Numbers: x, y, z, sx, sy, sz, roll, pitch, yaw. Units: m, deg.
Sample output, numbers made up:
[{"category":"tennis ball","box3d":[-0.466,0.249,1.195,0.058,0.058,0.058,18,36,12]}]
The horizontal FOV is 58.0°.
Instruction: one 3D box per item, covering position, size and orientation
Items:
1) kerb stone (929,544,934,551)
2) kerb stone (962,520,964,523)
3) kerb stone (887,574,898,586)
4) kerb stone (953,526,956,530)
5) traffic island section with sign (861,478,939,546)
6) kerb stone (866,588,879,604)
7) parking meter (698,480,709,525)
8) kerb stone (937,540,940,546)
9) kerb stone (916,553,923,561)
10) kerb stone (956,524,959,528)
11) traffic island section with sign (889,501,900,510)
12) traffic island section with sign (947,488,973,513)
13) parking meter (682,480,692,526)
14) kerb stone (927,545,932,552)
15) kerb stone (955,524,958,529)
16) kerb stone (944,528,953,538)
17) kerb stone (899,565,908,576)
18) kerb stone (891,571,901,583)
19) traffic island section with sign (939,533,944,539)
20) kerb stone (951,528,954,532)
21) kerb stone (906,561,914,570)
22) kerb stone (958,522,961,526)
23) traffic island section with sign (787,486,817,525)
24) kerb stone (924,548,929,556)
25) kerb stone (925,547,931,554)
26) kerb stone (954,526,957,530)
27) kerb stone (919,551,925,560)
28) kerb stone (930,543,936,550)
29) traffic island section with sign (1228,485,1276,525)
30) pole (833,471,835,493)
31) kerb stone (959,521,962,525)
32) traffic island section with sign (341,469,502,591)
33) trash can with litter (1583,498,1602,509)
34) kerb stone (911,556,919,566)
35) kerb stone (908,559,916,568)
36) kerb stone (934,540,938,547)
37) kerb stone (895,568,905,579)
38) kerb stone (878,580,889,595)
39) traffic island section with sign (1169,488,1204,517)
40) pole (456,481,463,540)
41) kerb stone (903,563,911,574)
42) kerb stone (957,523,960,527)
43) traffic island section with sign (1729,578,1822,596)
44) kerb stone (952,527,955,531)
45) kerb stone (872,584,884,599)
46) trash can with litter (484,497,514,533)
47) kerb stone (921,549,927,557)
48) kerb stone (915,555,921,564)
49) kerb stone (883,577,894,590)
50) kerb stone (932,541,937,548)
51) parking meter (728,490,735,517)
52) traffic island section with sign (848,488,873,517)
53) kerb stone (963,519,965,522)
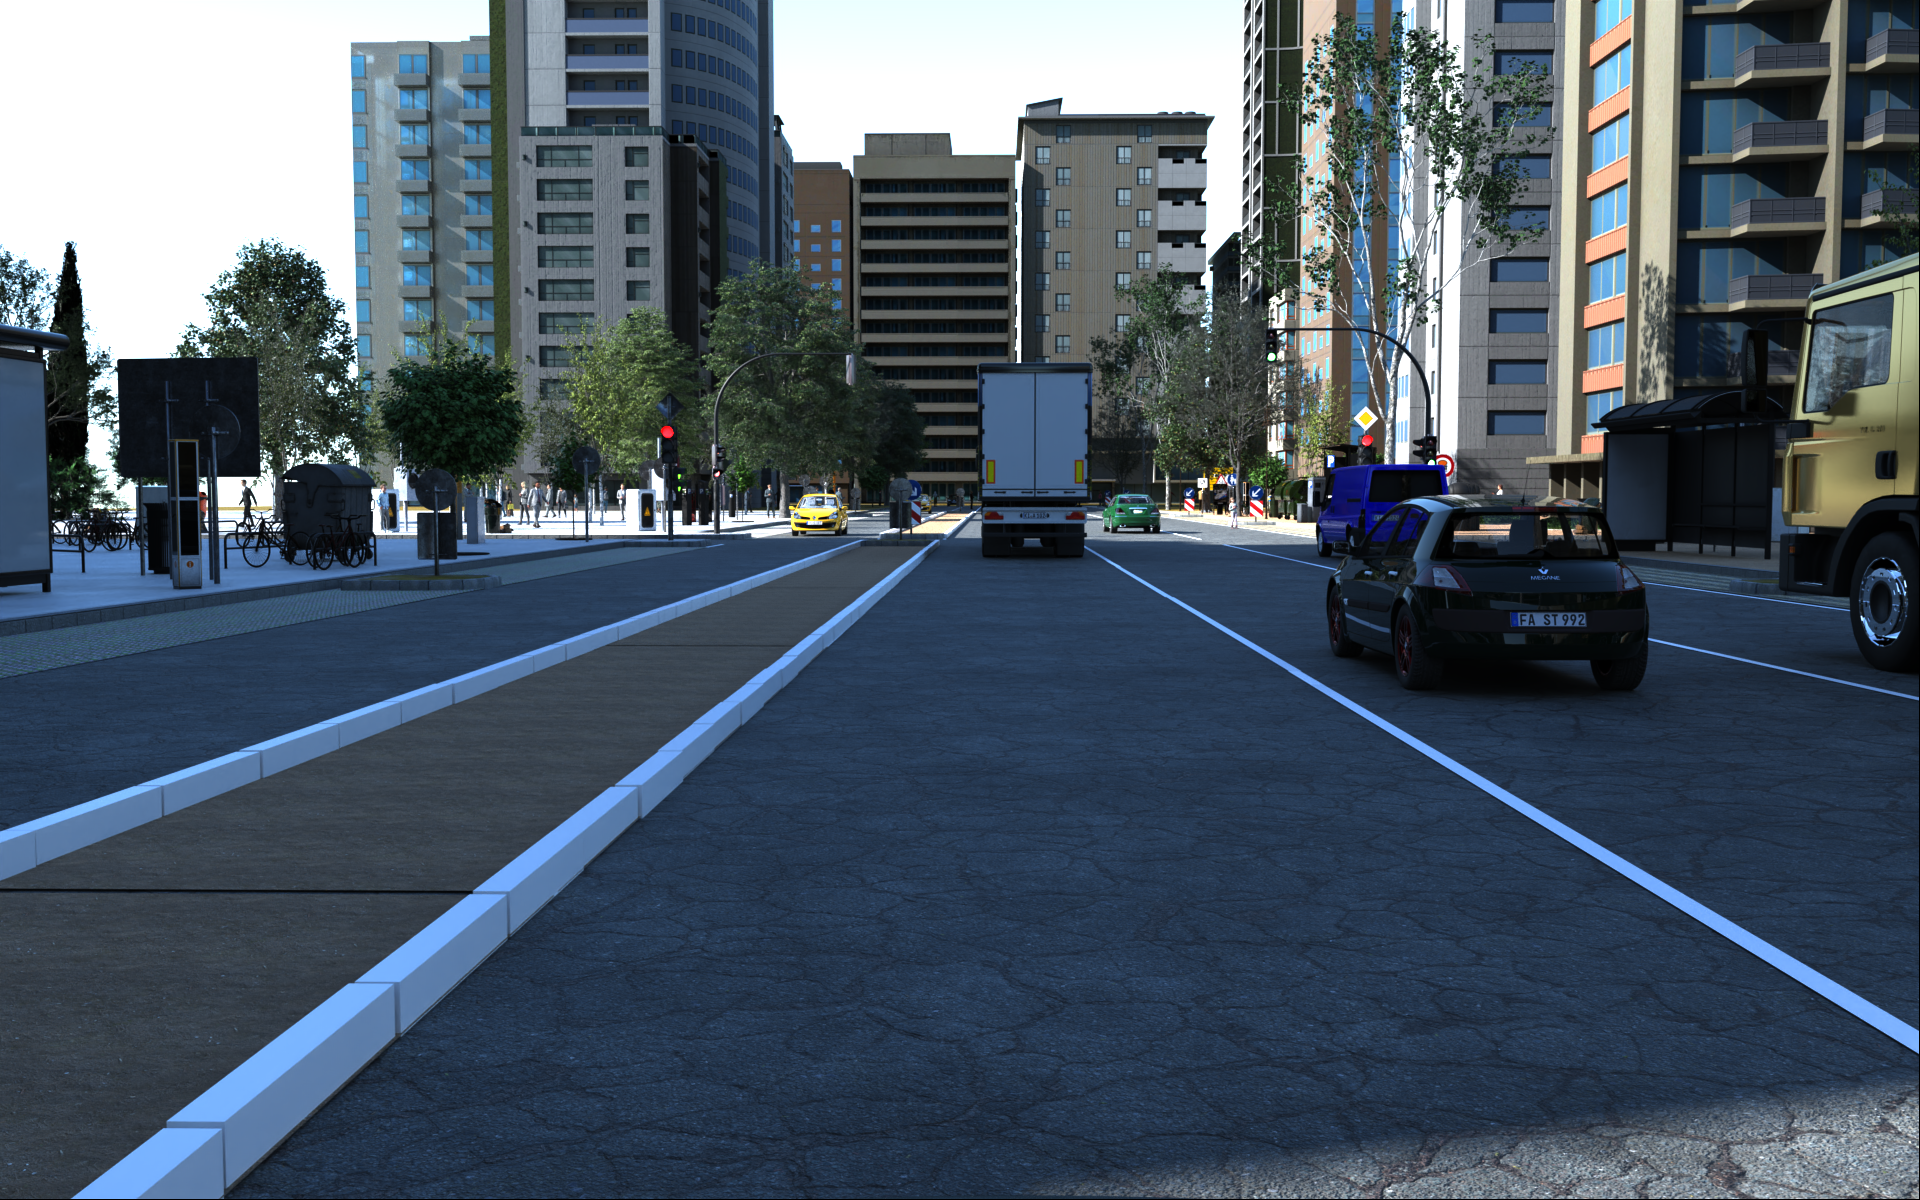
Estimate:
[{"category":"kerb stone","box3d":[-0.773,-1.205,41.956,0.120,0.150,1.000,0,4,1]},{"category":"kerb stone","box3d":[-0.005,-3.493,79.402,0.120,0.150,1.000,0,4,1]},{"category":"kerb stone","box3d":[-1.083,-0.268,26.575,0.120,0.150,1.000,0,4,1]},{"category":"kerb stone","box3d":[-0.319,-2.555,64.043,0.120,0.150,1.000,0,4,1]},{"category":"traffic island section with sign","box3d":[-1.686,-2.443,48.082,2.006,1.907,1.989,0,4,1]},{"category":"kerb stone","box3d":[-1.172,-0.017,22.473,0.120,0.150,1.000,0,4,1]},{"category":"parking meter","box3d":[-10.530,-4.002,71.151,0.399,1.863,0.255,2,4,29]},{"category":"kerb stone","box3d":[-0.686,-1.459,46.055,0.120,0.150,1.000,0,4,1]},{"category":"kerb stone","box3d":[-0.894,-0.832,35.807,0.120,0.150,1.000,0,4,1]},{"category":"kerb stone","box3d":[-0.226,-2.806,68.136,0.120,0.150,1.000,0,4,1]},{"category":"traffic island section with sign","box3d":[-5.443,-9.117,157.693,1.989,1.847,2.006,0,4,1]},{"category":"traffic island section with sign","box3d":[0.012,-7.491,130.610,2.006,1.907,1.989,0,4,1]},{"category":"parking meter","box3d":[-11.153,-3.974,70.690,0.255,1.863,0.399,2,4,28]},{"category":"kerb stone","box3d":[-0.797,-1.146,40.935,0.120,0.150,1.000,0,4,1]},{"category":"kerb stone","box3d":[-0.248,-2.746,67.109,0.120,0.150,1.000,0,4,1]},{"category":"kerb stone","box3d":[-0.410,-2.308,59.937,0.120,0.150,1.000,0,4,1]},{"category":"kerb stone","box3d":[-1.027,-0.456,29.648,0.120,0.150,1.000,0,4,1]},{"category":"kerb stone","box3d":[-1.060,-0.329,27.596,0.120,0.150,1.000,0,4,1]},{"category":"traffic island section with sign","box3d":[-1.524,-2.896,55.487,2.006,1.907,1.989,0,4,1]},{"category":"kerb stone","box3d":[-0.380,-2.371,60.968,0.120,0.150,1.000,0,4,1]},{"category":"kerb stone","box3d":[-0.975,-0.582,31.705,0.120,0.150,1.000,0,4,1]},{"category":"kerb stone","box3d":[-0.149,-3.060,72.232,0.120,0.150,1.000,0,4,1]},{"category":"traffic island section with sign","box3d":[-7.017,-4.436,81.162,1.989,1.847,2.006,0,4,1]},{"category":"kerb stone","box3d":[-0.838,-1.021,38.887,0.120,0.150,1.000,0,4,1]},{"category":"kerb stone","box3d":[-0.808,-1.083,39.909,0.120,0.150,1.000,0,4,1]},{"category":"kerb stone","box3d":[-0.297,-2.619,65.065,0.120,0.150,1.000,0,4,1]},{"category":"kerb stone","box3d":[-0.871,-0.895,36.834,0.120,0.150,1.000,0,4,1]},{"category":"kerb stone","box3d":[-0.740,-1.272,42.985,0.120,0.150,1.000,0,4,1]},{"category":"traffic island section with sign","box3d":[13.481,-4.373,80.123,1.989,1.847,2.006,0,4,1]},{"category":"pole","box3d":[-9.427,-8.325,129.954,0.158,3.312,0.155,0,3,0]},{"category":"kerb stone","box3d":[-0.104,-3.185,74.280,0.120,0.150,1.000,0,4,1]},{"category":"traffic island section with sign","box3d":[-8.142,-1.093,26.492,1.989,1.847,2.006,0,4,1]},{"category":"trash can with litter","box3d":[19.911,-2.661,54.894,1.055,1.170,0.624,-3,5,-43]},{"category":"kerb stone","box3d":[-0.936,-0.706,33.760,0.120,0.150,1.000,0,4,1]},{"category":"kerb stone","box3d":[-0.958,-0.641,32.728,0.120,0.150,1.000,0,4,1]},{"category":"kerb stone","box3d":[-0.706,-1.397,45.034,0.120,0.150,1.000,0,4,1]},{"category":"kerb stone","box3d":[-1.045,-0.393,28.618,0.120,0.150,1.000,0,4,1]},{"category":"kerb stone","box3d":[-1.128,-0.142,24.516,0.120,0.150,1.000,0,4,1]},{"category":"traffic island section with sign","box3d":[14.054,-6.055,107.632,1.989,1.847,2.006,0,4,1]},{"category":"pole","box3d":[-14.099,-3.350,48.617,0.158,3.312,0.155,0,3,0]},{"category":"kerb stone","box3d":[-1.002,-0.518,30.670,0.120,0.150,1.000,0,4,1]},{"category":"kerb stone","box3d":[-0.188,-2.935,70.186,0.120,0.150,1.000,0,4,1]},{"category":"traffic island section with sign","box3d":[12.348,-1.006,25.083,1.989,1.847,2.006,0,4,1]},{"category":"kerb stone","box3d":[-0.349,-2.433,61.996,0.120,0.150,1.000,0,4,1]},{"category":"kerb stone","box3d":[-1.151,-0.077,23.494,0.120,0.150,1.000,0,4,1]},{"category":"trash can with litter","box3d":[-15.121,-2.762,56.539,0.624,1.170,1.055,2,4,28]},{"category":"kerb stone","box3d":[-0.848,-0.958,37.855,0.120,0.150,1.000,0,4,1]},{"category":"kerb stone","box3d":[-0.911,-0.770,34.784,0.120,0.150,1.000,0,4,1]},{"category":"kerb stone","box3d":[-1.105,-0.204,25.541,0.120,0.150,1.000,0,4,1]},{"category":"kerb stone","box3d":[-0.721,-1.334,44.007,0.120,0.150,1.000,0,4,1]},{"category":"parking meter","box3d":[-12.512,-5.298,95.034,0.372,1.533,0.369,0,3,0]},{"category":"traffic island section with sign","box3d":[-6.472,-6.085,108.112,1.989,1.847,2.006,0,4,1]},{"category":"kerb stone","box3d":[0.044,-3.624,81.446,0.120,0.150,1.000,0,4,1]}]
